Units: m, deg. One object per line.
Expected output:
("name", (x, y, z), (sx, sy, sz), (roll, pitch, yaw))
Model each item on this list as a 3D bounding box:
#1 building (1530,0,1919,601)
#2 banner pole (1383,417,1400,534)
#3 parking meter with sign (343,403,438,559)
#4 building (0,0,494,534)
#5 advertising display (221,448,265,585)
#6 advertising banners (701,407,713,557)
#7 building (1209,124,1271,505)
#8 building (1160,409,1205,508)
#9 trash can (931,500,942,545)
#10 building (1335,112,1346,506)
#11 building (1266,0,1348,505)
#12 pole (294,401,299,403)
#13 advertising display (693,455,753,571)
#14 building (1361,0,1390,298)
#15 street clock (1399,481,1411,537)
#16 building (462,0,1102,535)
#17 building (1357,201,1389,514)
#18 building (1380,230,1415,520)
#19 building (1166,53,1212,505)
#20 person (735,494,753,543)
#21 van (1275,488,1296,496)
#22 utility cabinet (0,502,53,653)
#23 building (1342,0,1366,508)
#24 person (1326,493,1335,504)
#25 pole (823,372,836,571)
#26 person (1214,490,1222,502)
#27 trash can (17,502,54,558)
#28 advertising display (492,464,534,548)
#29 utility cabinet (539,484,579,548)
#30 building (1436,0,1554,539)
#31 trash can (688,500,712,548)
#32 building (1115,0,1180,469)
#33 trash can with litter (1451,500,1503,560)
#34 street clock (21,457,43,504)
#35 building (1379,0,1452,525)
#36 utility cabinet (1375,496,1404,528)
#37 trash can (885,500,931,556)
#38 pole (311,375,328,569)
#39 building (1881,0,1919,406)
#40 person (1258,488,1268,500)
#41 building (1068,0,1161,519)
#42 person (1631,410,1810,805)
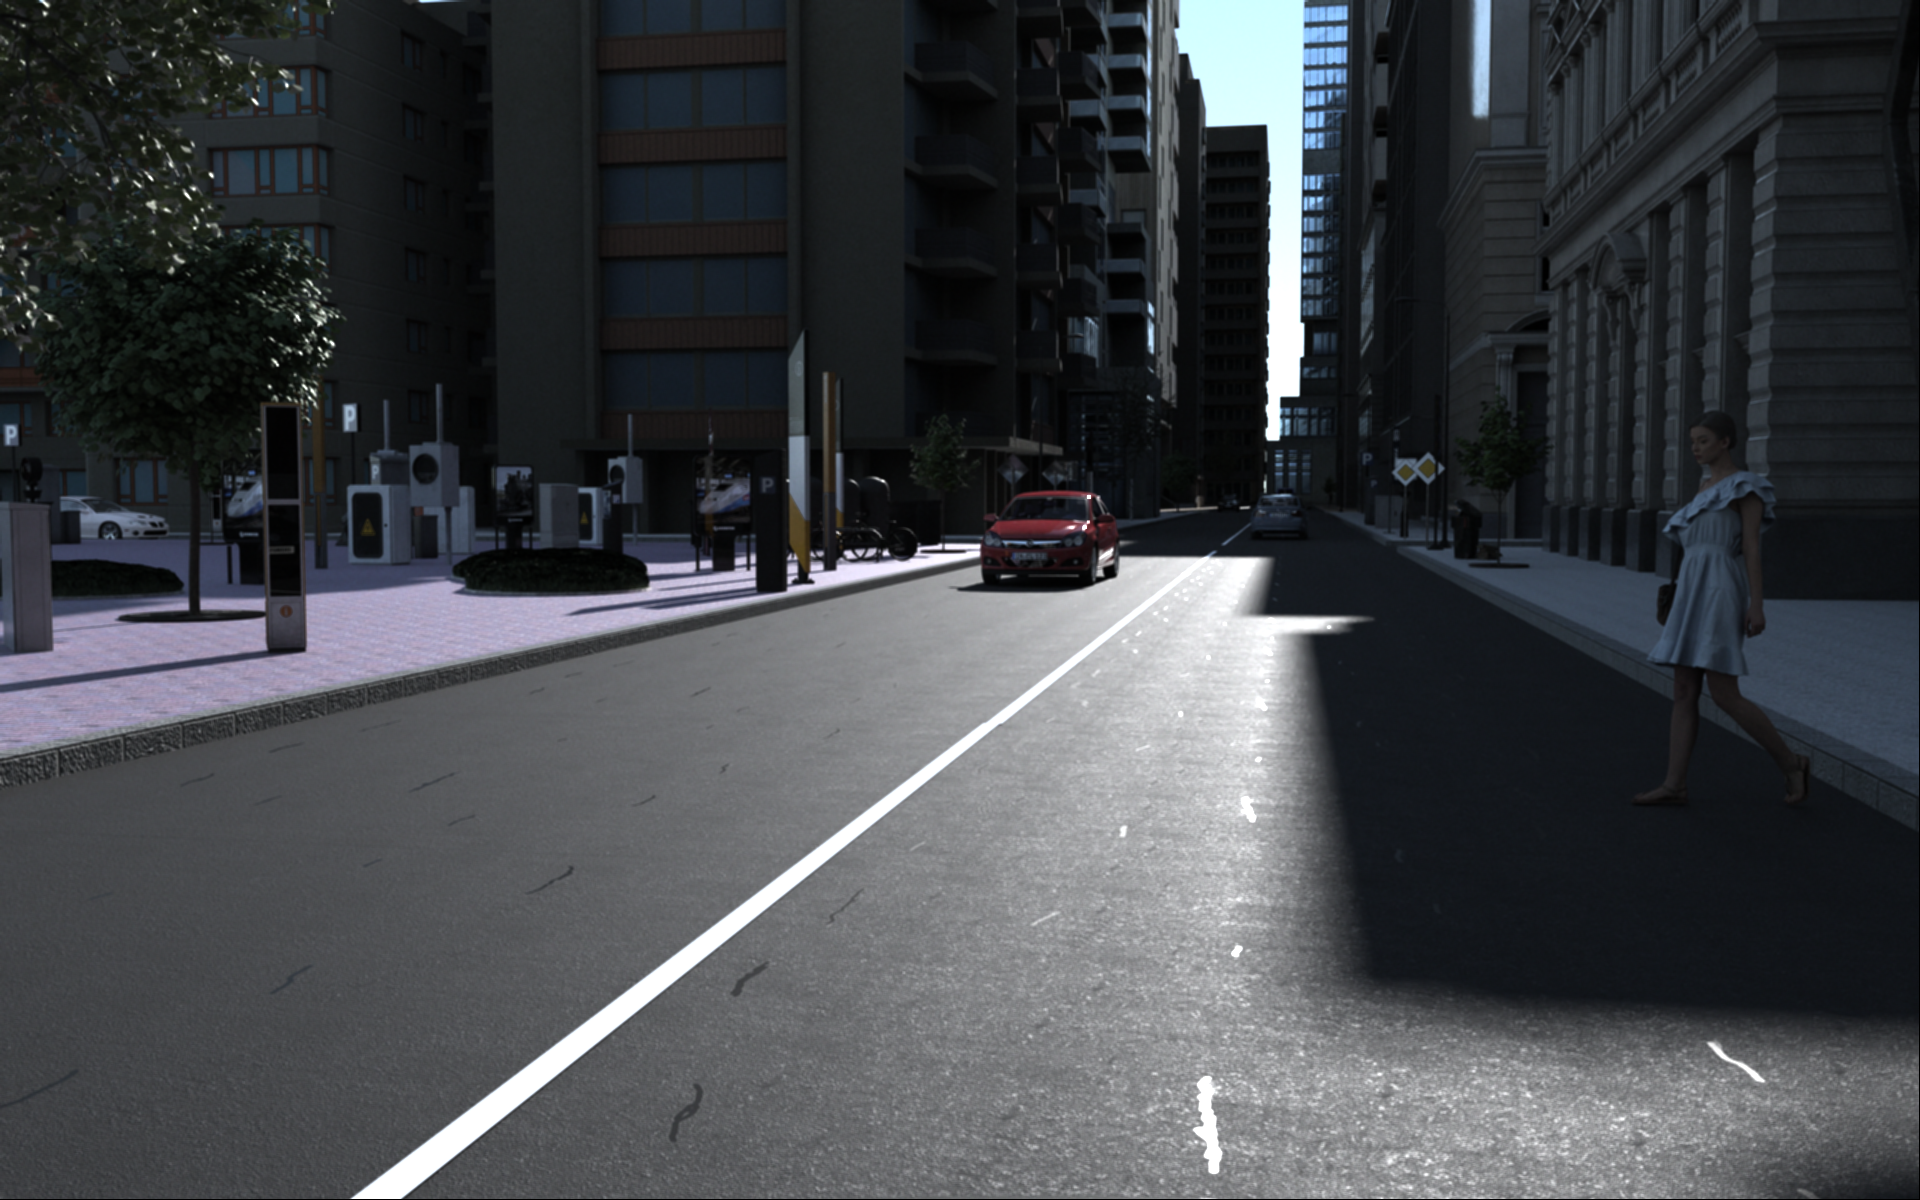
("building", (16.163, -12.213, 28.562), (11.050, 23.489, 19.941), (1, 4, 11))
("banner pole", (14.044, -4.042, 56.102), (0.401, 3.779, 0.863), (-1, 4, -13))
("parking meter with sign", (-11.171, -2.314, 34.092), (0.543, 3.016, 1.738), (3, 5, 42))
("building", (-32.161, -13.869, 71.791), (28.899, 21.520, 27.650), (1, 4, 11))
("advertising display", (-10.047, -1.182, 24.532), (0.974, 1.923, 0.123), (2, 4, 24))
("advertising banners", (-5.248, -2.429, 35.903), (0.090, 3.025, 2.074), (-1, 4, -14))
("building", (28.054, -36.398, 218.812), (21.600, 48.544, 21.300), (1, 4, 11))
("building", (7.073, -29.018, 166.318), (32.217, 40.220, 23.993), (1, 4, 11))
("trash can", (-0.774, -1.956, 43.642), (0.748, 1.137, 0.748), (0, 3, 0))
("building", (48.039, -30.821, 187.509), (14.154, 41.232, 14.086), (1, 4, 11))
("building", (53.988, -55.082, 213.257), (31.000, 86.520, 22.319), (1, 4, 11))
("pole", (-12.651, -2.397, 33.027), (0.158, 3.312, 0.155), (0, 3, 0))
("advertising display", (-3.950, -1.447, 28.874), (0.974, 1.923, 0.123), (-1, 4, -17))
("building", (46.137, -33.504, 137.023), (28.713, 52.752, 27.495), (1, 4, 11))
("street clock", (13.207, -2.867, 51.443), (0.358, 2.002, 0.471), (0, 4, -8))
("building", (-6.347, -25.208, 66.771), (22.147, 44.769, 28.867), (1, 4, 11))
("building", (31.102, -16.115, 112.630), (9.793, 20.994, 18.267), (1, 4, 11))
("building", (28.657, -14.034, 94.076), (10.561, 19.102, 19.286), (1, 4, 11))
("building", (15.746, -34.639, 190.048), (21.600, 48.544, 21.300), (1, 4, 11))
("person", (-6.031, -2.400, 48.010), (0.573, 1.790, 0.520), (0, 4, -4))
("van", (35.221, -11.199, 187.489), (2.240, 2.365, 5.245), (1, 4, 10))
("utility cabinet", (-7.797, -0.202, 14.468), (0.306, 1.237, 1.020), (-2, 4, -33))
("building", (47.391, -38.098, 164.905), (21.231, 58.520, 28.212), (1, 4, 11))
("person", (43.154, -11.752, 201.476), (1.217, 1.723, 0.721), (1, 4, 20))
("pole", (-2.187, -2.153, 29.037), (0.158, 3.312, 0.155), (0, 3, 0))
("person", (30.714, -12.054, 205.218), (1.348, 1.869, 0.705), (2, 4, 33))
("trash can", (-17.218, -1.254, 32.156), (0.748, 1.137, 0.748), (0, 3, 0))
("advertising display", (-9.796, -2.004, 37.986), (0.123, 1.923, 0.974), (3, 5, 44))
("utility cabinet", (-8.574, -1.740, 37.130), (0.318, 1.500, 1.173), (1, 4, 16))
("building", (25.421, -16.323, 52.783), (20.117, 28.700, 13.634), (1, 4, 11))
("trash can", (-6.158, -1.830, 41.578), (0.748, 1.137, 0.748), (0, 3, 0))
("building", (3.536, -33.706, 140.335), (28.713, 52.752, 27.495), (1, 4, 11))
("trash can with litter", (10.200, -1.389, 34.094), (0.624, 1.170, 1.055), (-3, 4, -37))
("street clock", (-18.203, -1.800, 34.006), (0.471, 2.002, 0.358), (3, 5, 40))
("building", (25.577, -17.058, 72.399), (14.314, 27.812, 24.014), (1, 4, 11))
("utility cabinet", (16.069, -3.282, 64.822), (1.020, 1.237, 0.306), (-1, 4, -9))
("trash can", (-1.189, -1.492, 36.046), (0.748, 1.137, 0.748), (0, 3, 0))
("pole", (-10.988, -2.193, 29.702), (0.158, 3.312, 0.155), (0, 3, 0))
("building", (15.385, -8.730, 10.184), (16.820, 18.784, 16.811), (1, 4, 11))
("person", (17.422, -5.567, 99.715), (0.606, 1.804, 0.583), (0, 4, -7))
("building", (1.314, -48.313, 102.584), (22.319, 86.520, 31.000), (1, 4, 11))
("person", (3.486, 0.038, 7.967), (0.778, 1.811, 0.616), (0, 4, 2))
